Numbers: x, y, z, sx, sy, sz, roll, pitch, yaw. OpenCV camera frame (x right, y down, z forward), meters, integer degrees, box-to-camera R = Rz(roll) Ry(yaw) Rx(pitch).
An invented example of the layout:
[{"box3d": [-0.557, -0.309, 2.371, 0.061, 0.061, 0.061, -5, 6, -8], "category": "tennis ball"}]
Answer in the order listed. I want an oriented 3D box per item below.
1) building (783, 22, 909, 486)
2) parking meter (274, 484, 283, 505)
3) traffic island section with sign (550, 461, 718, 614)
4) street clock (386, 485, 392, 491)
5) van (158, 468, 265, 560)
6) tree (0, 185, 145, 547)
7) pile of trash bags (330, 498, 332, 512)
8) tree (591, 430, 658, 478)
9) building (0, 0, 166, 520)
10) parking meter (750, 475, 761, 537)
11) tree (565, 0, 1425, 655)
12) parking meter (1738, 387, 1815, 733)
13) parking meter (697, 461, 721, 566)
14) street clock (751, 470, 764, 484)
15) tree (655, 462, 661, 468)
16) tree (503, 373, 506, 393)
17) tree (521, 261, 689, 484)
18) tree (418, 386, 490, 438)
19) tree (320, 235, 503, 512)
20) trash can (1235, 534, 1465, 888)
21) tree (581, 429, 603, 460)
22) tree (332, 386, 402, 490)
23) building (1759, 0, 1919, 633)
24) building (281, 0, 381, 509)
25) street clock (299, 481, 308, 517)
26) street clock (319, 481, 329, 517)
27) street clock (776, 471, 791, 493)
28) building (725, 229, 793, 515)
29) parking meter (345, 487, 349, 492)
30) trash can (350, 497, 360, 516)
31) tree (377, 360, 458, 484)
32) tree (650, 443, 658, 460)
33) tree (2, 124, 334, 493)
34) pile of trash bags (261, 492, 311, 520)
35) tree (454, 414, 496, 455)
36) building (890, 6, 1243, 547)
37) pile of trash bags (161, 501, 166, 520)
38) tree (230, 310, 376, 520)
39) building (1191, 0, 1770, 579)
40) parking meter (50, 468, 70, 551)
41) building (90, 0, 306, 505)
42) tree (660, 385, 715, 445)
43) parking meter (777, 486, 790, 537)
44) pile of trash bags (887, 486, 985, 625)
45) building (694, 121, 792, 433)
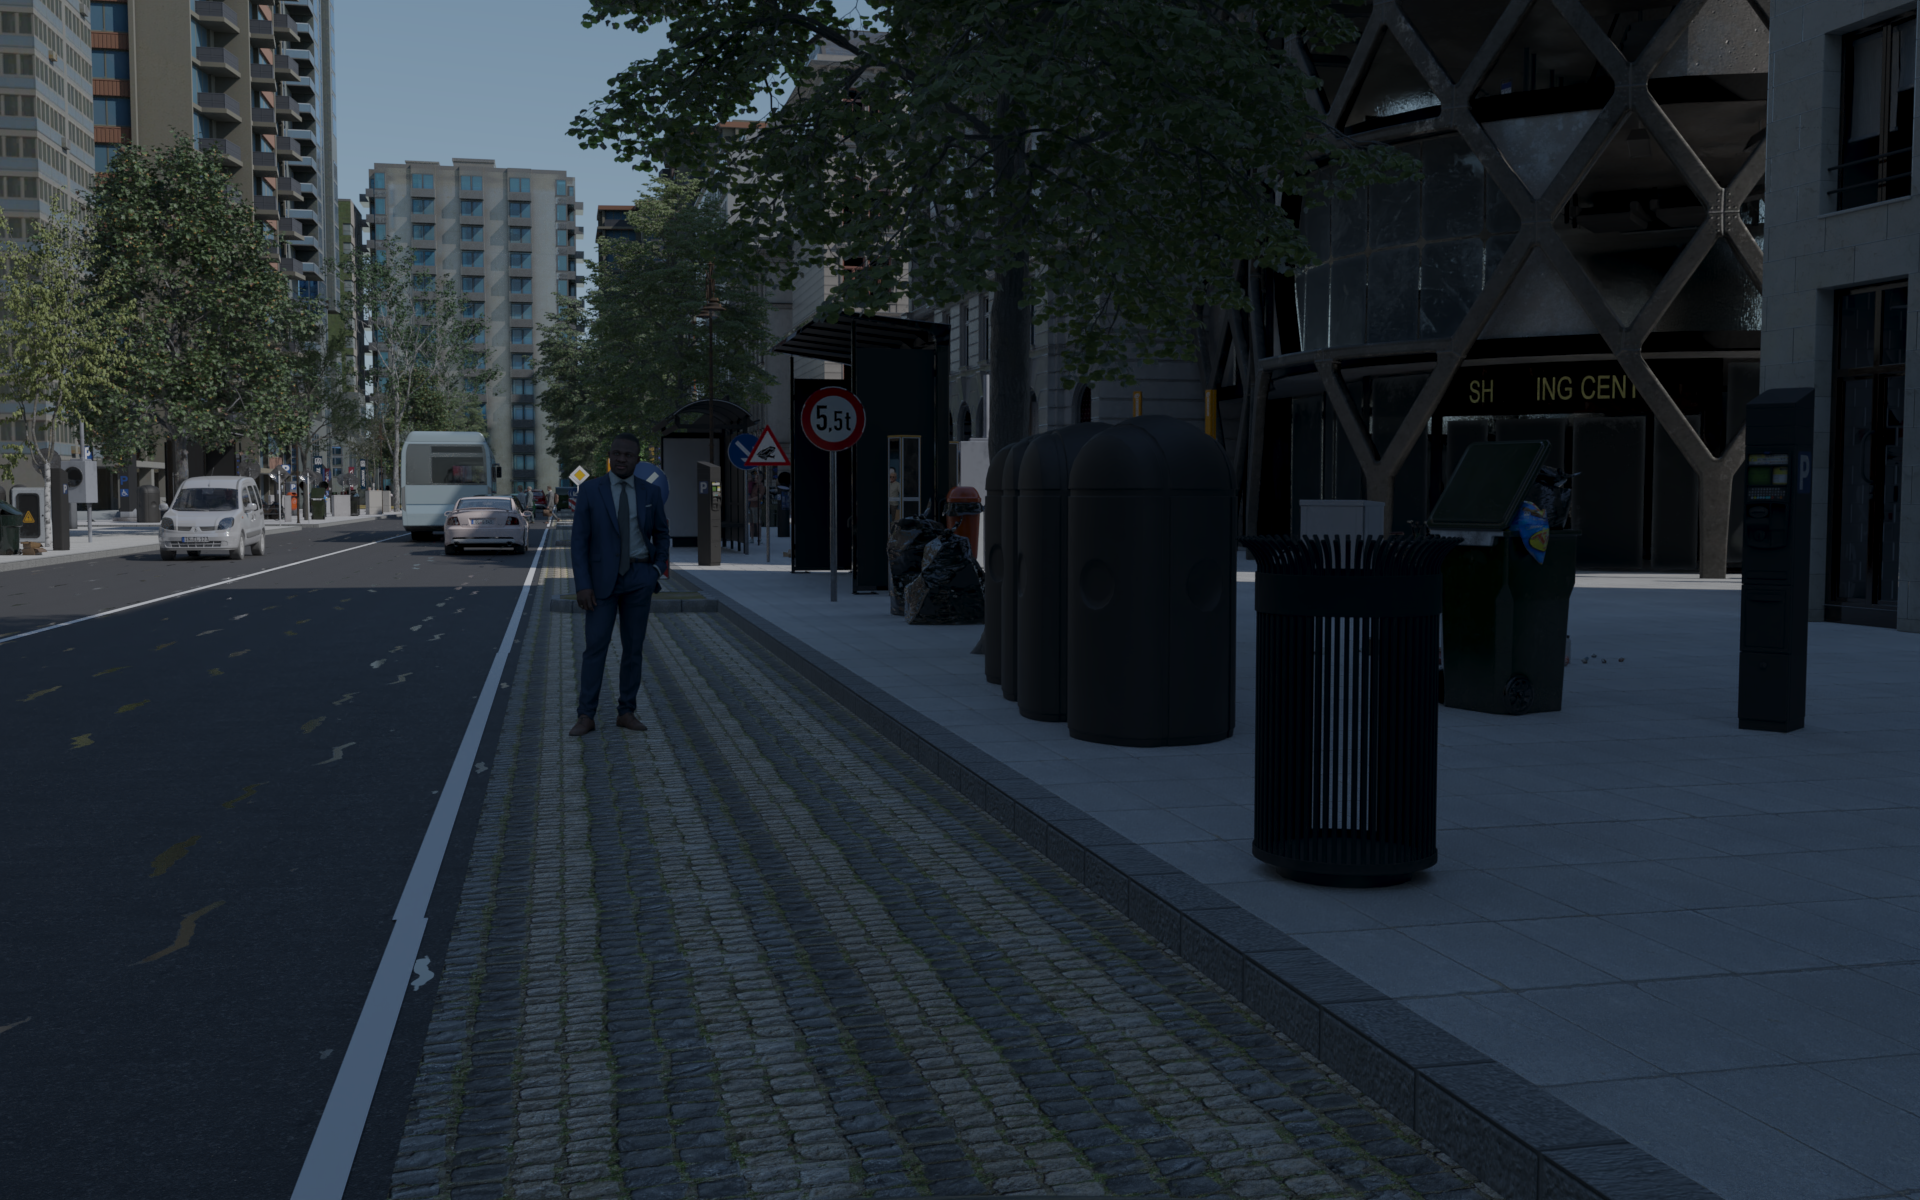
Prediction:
[{"box3d": [2.281, -19.034, 98.593, 23.554, 28.519, 14.401, -1, 4, -13], "category": "building"}, {"box3d": [-38.021, -5.560, 96.610, 0.255, 1.863, 0.399, 3, 5, 44], "category": "parking meter"}, {"box3d": [-4.099, -0.793, 21.592, 1.989, 1.847, 2.006, -1, 4, -13], "category": "traffic island section with sign"}, {"box3d": [-46.511, -8.344, 140.995, 0.471, 2.002, 0.358, 2, 4, 26], "category": "street clock"}, {"box3d": [-16.741, -1.947, 38.843, 2.013, 2.044, 4.112, -1, 4, -13], "category": "van"}, {"box3d": [-22.128, -5.603, 41.978, 4.737, 8.622, 4.395, 0, 3, 0], "category": "tree"}, {"box3d": [-44.982, -6.807, 121.054, 3.447, 1.369, 1.912, 3, 5, 42], "category": "pile of trash bags"}, {"box3d": [-17.099, -6.395, 88.264, 4.285, 4.588, 4.351, 0, 3, 0], "category": "tree"}, {"box3d": [-58.995, -24.251, 88.380, 32.217, 40.220, 23.993, -1, 4, -13], "category": "building"}, {"box3d": [-6.131, -2.821, 51.839, 0.255, 1.863, 0.399, 1, 4, 12], "category": "parking meter"}, {"box3d": [0.409, -5.862, 13.970, 7.486, 12.596, 7.792, 0, 3, 0], "category": "tree"}, {"box3d": [4.440, -0.227, 9.423, 0.255, 1.863, 0.399, 3, 5, 42], "category": "parking meter"}, {"box3d": [-4.477, -1.543, 30.938, 0.399, 1.863, 0.255, 3, 4, 37], "category": "parking meter"}, {"box3d": [-6.177, -2.942, 52.672, 0.358, 2.002, 0.471, -3, 4, -38], "category": "street clock"}, {"box3d": [-8.709, -3.686, 54.871, 1.663, 3.219, 1.824, 0, 3, 0], "category": "tree"}, {"box3d": [-51.998, -19.539, 175.354, 12.611, 20.169, 13.585, 0, 3, 0], "category": "tree"}, {"box3d": [-19.257, -11.552, 95.522, 9.857, 13.997, 8.962, 0, 3, 0], "category": "tree"}, {"box3d": [-58.741, -17.951, 200.151, 9.857, 13.997, 8.962, 0, 3, 0], "category": "tree"}, {"box3d": [-39.885, -16.461, 125.026, 12.611, 20.169, 13.585, 0, 3, 0], "category": "tree"}, {"box3d": [1.297, 0.357, 5.822, 0.748, 1.137, 0.748, 0, 3, 0], "category": "trash can"}, {"box3d": [-25.036, -10.485, 121.798, 4.737, 8.622, 4.395, 0, 3, 0], "category": "tree"}, {"box3d": [-39.350, -10.087, 115.278, 4.360, 8.622, 3.978, 0, 3, 0], "category": "tree"}, {"box3d": [15.248, -9.525, 10.488, 10.420, 20.320, 16.860, -1, 4, -13], "category": "building"}, {"box3d": [-83.301, -53.980, 195.249, 31.000, 86.520, 22.319, -1, 4, -13], "category": "building"}, {"box3d": [-35.942, -5.525, 94.899, 0.471, 2.002, 0.358, -1, 4, -18], "category": "street clock"}, {"box3d": [-35.256, -5.593, 96.009, 0.471, 2.002, 0.358, -3, 5, -42], "category": "street clock"}, {"box3d": [-5.589, -3.120, 55.585, 0.471, 2.002, 0.358, 1, 4, 10], "category": "street clock"}, {"box3d": [-9.551, -15.400, 116.411, 10.561, 19.102, 19.286, -1, 4, -13], "category": "building"}, {"box3d": [-48.939, -8.113, 138.355, 0.399, 1.863, 0.255, -1, 4, -17], "category": "parking meter"}, {"box3d": [-35.193, -5.442, 100.637, 0.748, 1.137, 0.748, 0, 3, 0], "category": "trash can"}, {"box3d": [-46.712, -14.148, 148.326, 9.611, 12.733, 9.660, 0, 3, 0], "category": "tree"}, {"box3d": [-20.642, -10.988, 130.021, 4.360, 8.622, 3.978, 0, 3, 0], "category": "tree"}, {"box3d": [-24.561, -8.400, 54.355, 9.611, 12.733, 9.660, 0, 3, 0], "category": "tree"}, {"box3d": [-34.821, -4.749, 87.406, 1.912, 1.369, 3.447, 2, 4, 25], "category": "pile of trash bags"}, {"box3d": [-63.071, -18.098, 221.656, 9.928, 11.665, 9.643, 0, 3, 0], "category": "tree"}, {"box3d": [6.422, -12.933, 53.254, 13.314, 21.916, 24.055, -1, 4, -13], "category": "building"}, {"box3d": [-38.502, -4.684, 86.338, 1.912, 1.369, 3.447, 0, 4, 0], "category": "pile of trash bags"}, {"box3d": [-32.145, -9.155, 84.094, 8.767, 10.594, 7.601, 2, 4, 32], "category": "tree"}, {"box3d": [13.696, -10.192, 34.095, 16.820, 18.784, 16.811, -1, 4, -13], "category": "building"}, {"box3d": [-20.435, -2.056, 39.335, 0.255, 1.863, 0.399, 0, 4, -5], "category": "parking meter"}, {"box3d": [-59.510, -28.671, 123.393, 22.147, 44.769, 28.867, -1, 4, -13], "category": "building"}, {"box3d": [-19.081, -10.550, 122.852, 4.360, 8.622, 3.978, 0, 3, 0], "category": "tree"}, {"box3d": [-5.243, -2.635, 51.499, 0.372, 1.533, 0.369, 0, 3, 0], "category": "parking meter"}, {"box3d": [0.157, -0.544, 18.646, 1.912, 1.369, 3.447, 0, 4, -6], "category": "pile of trash bags"}, {"box3d": [-14.722, -22.174, 140.038, 11.434, 29.767, 29.804, -1, 4, -13], "category": "building"}]
